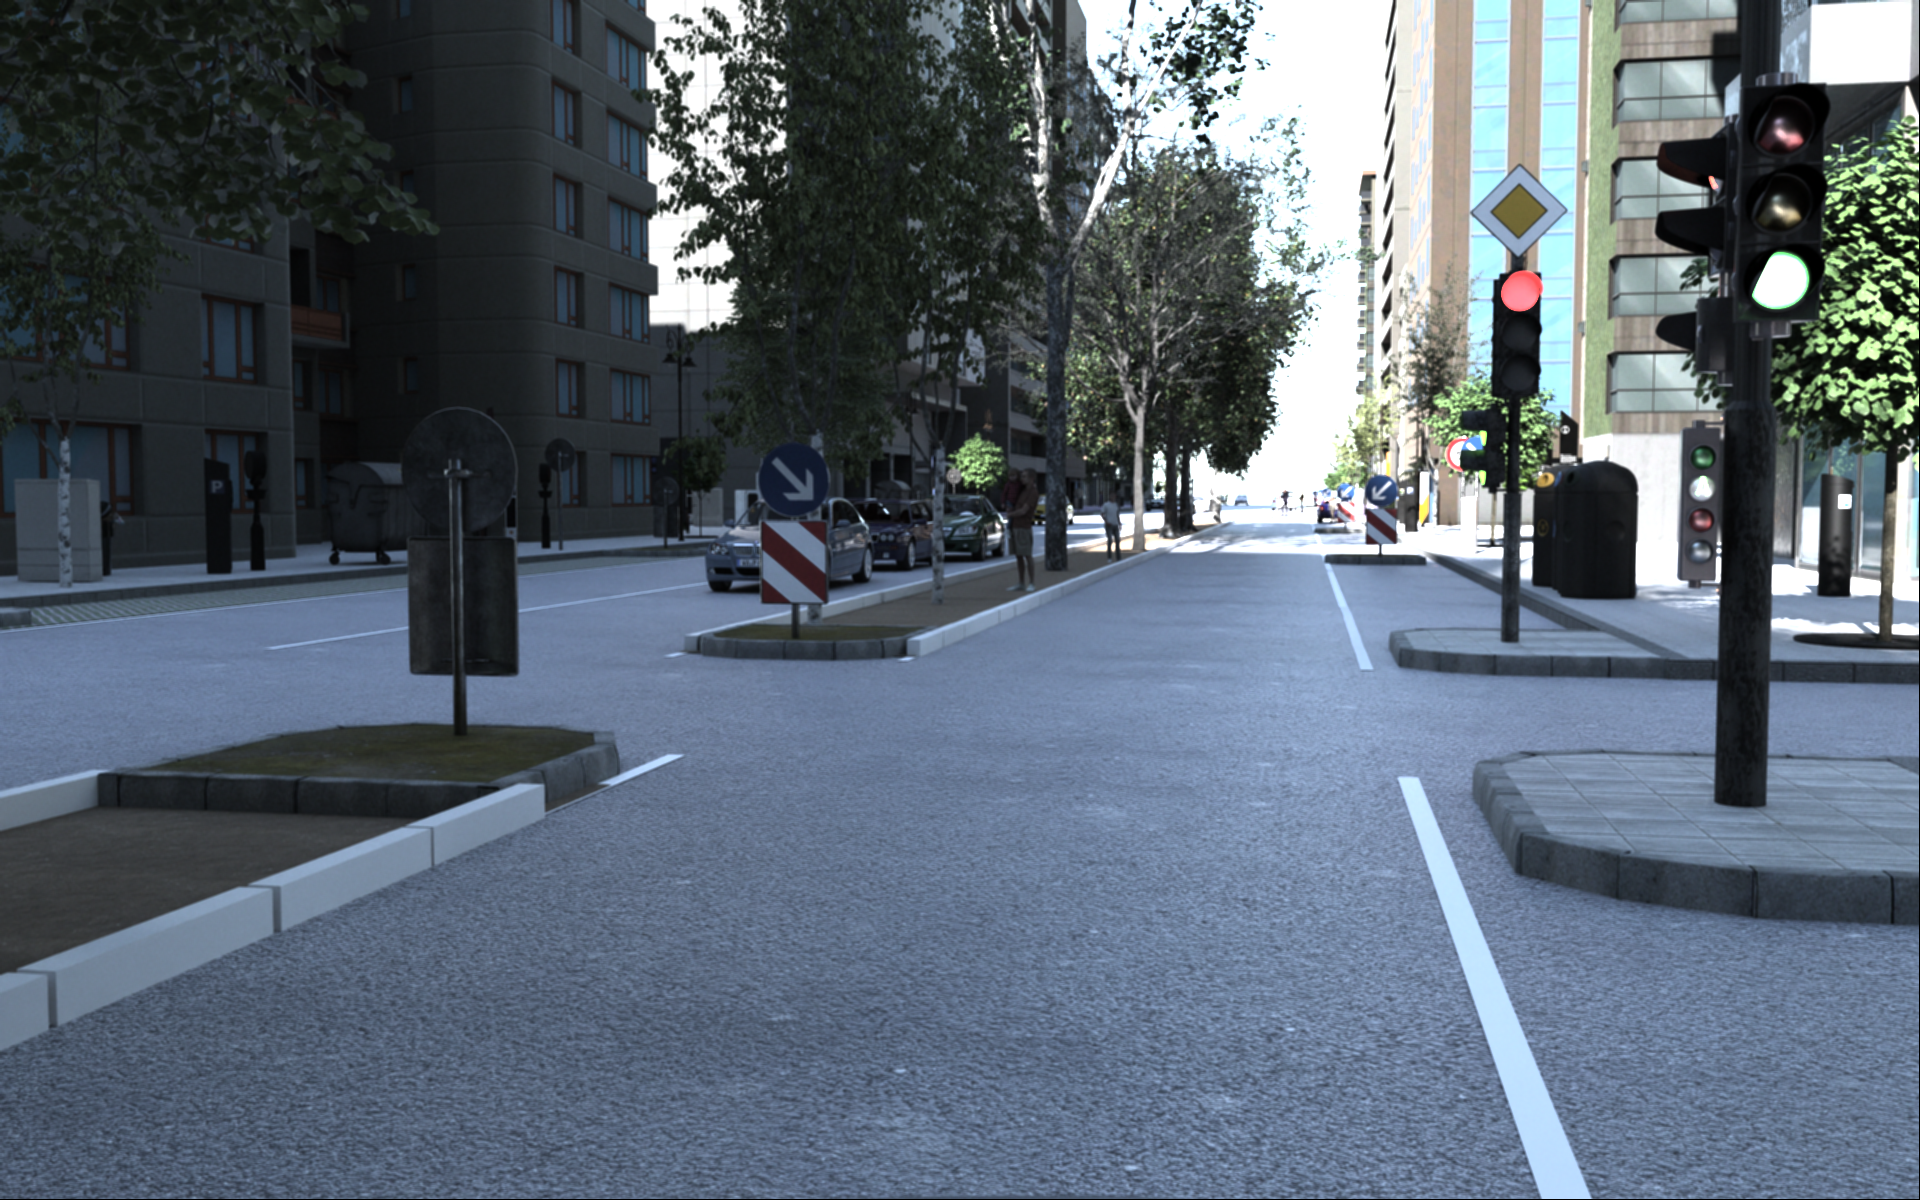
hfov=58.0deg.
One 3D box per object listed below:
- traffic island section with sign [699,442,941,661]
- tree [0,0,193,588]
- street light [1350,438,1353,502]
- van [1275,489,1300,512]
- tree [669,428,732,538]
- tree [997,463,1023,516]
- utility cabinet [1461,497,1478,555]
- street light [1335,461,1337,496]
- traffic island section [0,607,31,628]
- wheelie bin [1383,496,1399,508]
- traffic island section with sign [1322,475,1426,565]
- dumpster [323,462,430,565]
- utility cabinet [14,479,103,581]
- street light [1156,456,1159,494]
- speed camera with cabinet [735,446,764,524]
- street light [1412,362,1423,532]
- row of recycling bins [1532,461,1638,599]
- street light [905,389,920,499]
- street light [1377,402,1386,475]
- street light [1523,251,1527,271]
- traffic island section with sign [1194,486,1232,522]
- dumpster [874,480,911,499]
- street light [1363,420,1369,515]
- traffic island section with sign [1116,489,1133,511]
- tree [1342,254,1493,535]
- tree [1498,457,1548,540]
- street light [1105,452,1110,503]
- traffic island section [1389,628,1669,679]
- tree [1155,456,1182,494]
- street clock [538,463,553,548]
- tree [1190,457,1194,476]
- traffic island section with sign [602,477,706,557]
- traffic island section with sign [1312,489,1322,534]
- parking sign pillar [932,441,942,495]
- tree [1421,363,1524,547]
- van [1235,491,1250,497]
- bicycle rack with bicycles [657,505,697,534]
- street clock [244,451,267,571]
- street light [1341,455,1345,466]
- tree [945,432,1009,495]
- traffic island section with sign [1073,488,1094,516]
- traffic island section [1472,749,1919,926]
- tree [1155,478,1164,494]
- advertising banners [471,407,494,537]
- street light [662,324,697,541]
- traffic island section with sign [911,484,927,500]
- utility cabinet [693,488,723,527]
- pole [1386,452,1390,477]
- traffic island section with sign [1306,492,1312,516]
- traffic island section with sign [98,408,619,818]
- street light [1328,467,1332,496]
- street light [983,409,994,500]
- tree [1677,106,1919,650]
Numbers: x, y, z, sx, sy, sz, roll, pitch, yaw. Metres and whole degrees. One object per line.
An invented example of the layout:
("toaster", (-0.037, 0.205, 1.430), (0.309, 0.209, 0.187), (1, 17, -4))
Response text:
("traffic island section with sign", (-1.341, -0.475, 15.901), (2.006, 1.907, 1.989), (1, 4, 11))
("tree", (-12.415, -4.488, 23.746), (4.737, 8.622, 4.395), (0, 3, 0))
("street light", (30.465, -9.908, 134.781), (0.468, 5.910, 1.993), (1, 4, 11))
("van", (26.916, -8.282, 142.428), (2.013, 2.044, 4.112), (1, 4, 11))
("tree", (-7.664, -3.440, 50.851), (1.663, 3.219, 1.824), (0, 3, 0))
("tree", (2.788, -6.664, 103.552), (1.663, 3.219, 1.824), (0, 3, 0))
("utility cabinet", (10.877, -1.581, 37.014), (0.306, 1.237, 1.020), (1, 4, 19))
("street light", (40.902, -13.155, 187.872), (0.468, 5.910, 1.993), (1, 4, 11))
("traffic island section", (-11.285, 0.249, 18.202), (2.009, 0.180, 2.903), (1, 4, 11))
("wheelie bin", (19.624, -4.384, 79.591), (0.980, 1.594, 0.693), (0, 4, 4))
("traffic island section with sign", (8.605, -1.673, 35.978), (1.989, 1.847, 2.006), (1, 4, 11))
("dumpster", (-10.719, -1.600, 31.922), (1.264, 1.857, 1.865), (1, 4, 11))
("utility cabinet", (-13.146, -1.015, 25.279), (1.173, 1.500, 0.318), (1, 4, 10))
("street light", (23.283, -14.157, 204.250), (0.468, 5.910, 1.993), (1, 4, 11))
("speed camera with cabinet", (-8.261, -4.635, 70.124), (0.660, 3.252, 2.038), (2, 4, 31))
("street light", (15.624, -5.281, 59.140), (0.468, 5.910, 1.993), (1, 4, 11))
("row of recycling bins", (8.213, -0.956, 22.751), (1.069, 1.692, 3.534), (1, 4, 11))
("street light", (-2.122, -6.263, 75.189), (0.468, 5.910, 1.993), (1, 4, 11))
("street light", (21.205, -6.996, 87.175), (0.468, 5.910, 1.993), (1, 4, 11))
("street light", (10.011, -3.567, 31.111), (0.468, 5.910, 1.993), (1, 4, 11))
("traffic island section with sign", (13.168, -4.984, 89.631), (2.006, 1.907, 1.989), (1, 4, 11))
("dumpster", (-2.833, -4.064, 72.199), (1.264, 1.857, 1.865), (1, 4, 11))
("street light", (24.920, -8.170, 106.362), (0.468, 5.910, 1.993), (1, 4, 11))
("traffic island section with sign", (13.199, -8.189, 142.525), (1.989, 1.847, 2.006), (1, 4, 11))
("tree", (15.050, -6.352, 54.210), (4.360, 8.622, 3.978), (0, 3, 0))
("tree", (15.629, -3.290, 48.399), (1.663, 3.219, 1.824), (0, 3, 0))
("street light", (12.676, -10.852, 150.224), (0.468, 5.910, 1.993), (1, 4, 11))
("traffic island section", (4.797, 0.443, 15.042), (2.009, 0.180, 2.903), (1, 4, 11))
("tree", (27.267, -16.989, 228.130), (4.360, 8.622, 3.978), (0, 3, 0))
("street clock", (-9.790, -2.223, 40.910), (0.358, 2.002, 0.471), (0, 4, -8))
("tree", (30.667, -17.880, 242.694), (4.360, 8.622, 3.978), (0, 3, 0))
("traffic island section with sign", (-6.975, -1.923, 40.062), (1.989, 1.847, 2.006), (1, 4, 11))
("traffic island section with sign", (13.980, -3.345, 63.324), (1.989, 1.847, 2.006), (1, 4, 11))
("parking sign pillar", (-1.136, -6.047, 87.337), (1.447, 3.967, 1.447), (0, 4, 4))
("tree", (13.040, -3.598, 42.534), (4.285, 4.588, 4.351), (0, 3, 0))
("van", (39.088, -14.218, 239.470), (2.013, 2.044, 4.112), (1, 4, 12))
("bicycle rack with bicycles", (-9.879, -2.641, 56.568), (2.852, 0.926, 2.925), (0, 4, -6))
("street clock", (-11.799, -1.497, 29.050), (0.358, 2.002, 0.471), (-3, 4, -39))
("street light", (36.078, -11.635, 163.025), (0.468, 5.910, 1.993), (1, 4, 11))
("tree", (1.016, -6.529, 90.461), (4.285, 4.588, 4.351), (0, 3, 0))
("traffic island section with sign", (7.920, -6.552, 115.755), (1.989, 1.847, 2.006), (1, 4, 11))
("traffic island section", (3.255, 0.922, 7.207), (2.009, 0.180, 2.903), (1, 4, 11))
("tree", (24.145, -13.247, 211.186), (1.663, 3.219, 1.824), (0, 3, 0))
("advertising banners", (-9.855, -2.420, 35.760), (0.090, 3.025, 2.074), (-2, 4, -27))
("street light", (-7.611, -4.547, 47.136), (0.468, 5.910, 1.993), (1, 4, 11))
("traffic island section with sign", (-1.645, -3.578, 67.126), (1.989, 1.847, 2.006), (1, 4, 11))
("utility cabinet", (-9.813, -3.594, 67.446), (1.173, 1.500, 0.318), (2, 4, 24))
("pole", (20.853, -5.541, 84.438), (0.158, 3.312, 0.155), (0, 3, 0))
("traffic island section with sign", (23.762, -6.381, 112.956), (1.989, 1.847, 2.006), (1, 4, 11))
("traffic island section with sign", (-2.781, -0.030, 8.635), (2.006, 1.907, 1.989), (1, 4, 11))
("street light", (46.347, -14.871, 215.934), (0.468, 5.910, 1.993), (1, 4, 11))
("street light", (1.557, -7.403, 93.819), (0.468, 5.910, 1.993), (1, 4, 11))
("tree", (8.022, -1.897, 14.722), (4.285, 4.588, 4.351), (0, 3, 0))
